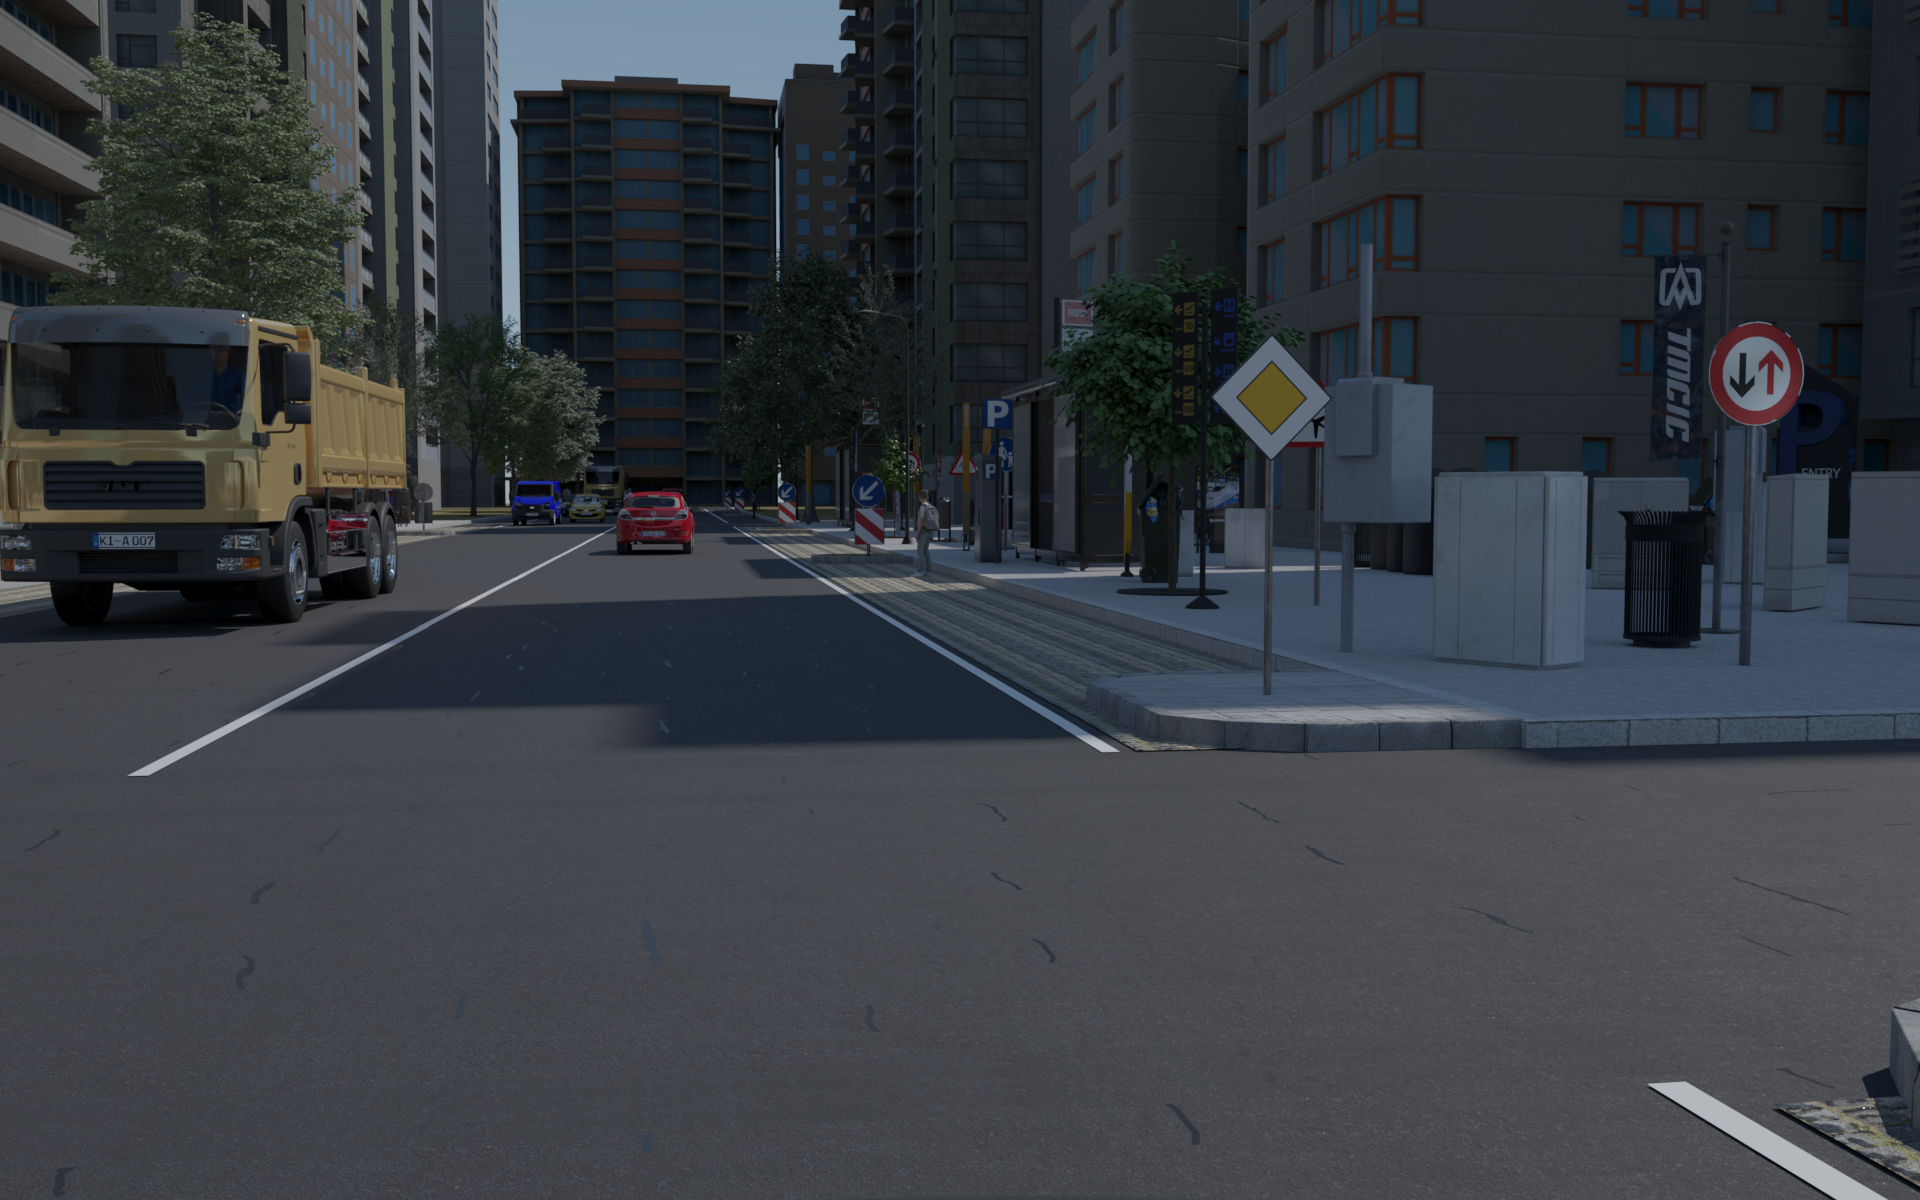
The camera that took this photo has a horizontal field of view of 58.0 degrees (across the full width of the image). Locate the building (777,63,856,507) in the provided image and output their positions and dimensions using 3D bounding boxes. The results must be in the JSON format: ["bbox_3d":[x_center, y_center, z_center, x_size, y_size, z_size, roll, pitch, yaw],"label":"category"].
[{"bbox_3d":[-11.802,-32.693,184.635,14.200,45.320,14.600,-1,4,-9],"label":"building"}]

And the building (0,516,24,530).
[{"bbox_3d":[-39.781,-26.103,50.481,21.300,48.544,21.600,-1,4,-9],"label":"building"}]

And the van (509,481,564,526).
[{"bbox_3d":[-19.547,-4.633,80.135,2.240,2.365,5.245,-1,4,-8],"label":"van"}]

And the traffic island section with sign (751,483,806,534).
[{"bbox_3d":[-6.455,-3.328,63.034,1.989,1.847,2.006,-1,4,-9],"label":"traffic island section with sign"}]

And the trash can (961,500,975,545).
[{"bbox_3d":[0.388,-1.952,43.576,0.748,1.137,0.748,0,3,0],"label":"trash can"}]

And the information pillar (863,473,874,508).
[{"bbox_3d":[-3.251,-3.482,61.416,0.304,2.012,0.304,1,4,14],"label":"information pillar"}]

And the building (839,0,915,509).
[{"bbox_3d":[1.816,-29.707,140.329,22.147,44.769,28.867,-1,4,-9],"label":"building"}]

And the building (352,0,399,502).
[{"bbox_3d":[-45.830,-26.400,115.236,14.154,41.232,14.086,-1,4,-9],"label":"building"}]

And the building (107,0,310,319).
[{"bbox_3d":[-41.452,-19.297,87.204,14.160,30.474,14.107,-1,4,-9],"label":"building"}]

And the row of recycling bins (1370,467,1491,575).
[{"bbox_3d":[7.557,-1.283,28.084,1.069,1.692,3.534,0,4,-7],"label":"row of recycling bins"}]

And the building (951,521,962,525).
[{"bbox_3d":[5.578,-18.810,79.242,14.160,30.474,14.107,-1,4,-9],"label":"building"}]

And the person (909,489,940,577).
[{"bbox_3d":[-0.626,-1.149,29.881,0.523,1.515,0.503,0,4,-7],"label":"person"}]

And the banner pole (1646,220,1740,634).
[{"bbox_3d":[6.778,-1.587,15.965,0.863,3.779,0.401,0,4,7],"label":"banner pole"}]

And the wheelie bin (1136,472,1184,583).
[{"bbox_3d":[2.923,-1.060,25.244,0.693,1.594,0.980,0,4,4],"label":"wheelie bin"}]

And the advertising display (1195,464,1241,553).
[{"bbox_3d":[5.580,-1.973,37.469,0.974,1.923,0.123,0,4,7],"label":"advertising display"}]

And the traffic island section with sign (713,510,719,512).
[{"bbox_3d":[-18.758,-7.964,138.831,1.989,1.847,2.006,-1,4,-9],"label":"traffic island section with sign"}]

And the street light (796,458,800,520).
[{"bbox_3d":[-8.588,-6.902,85.384,1.470,5.913,1.316,-1,4,-9],"label":"street light"}]

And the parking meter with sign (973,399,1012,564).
[{"bbox_3d":[0.555,-2.222,32.597,0.543,3.016,1.738,-1,4,-9],"label":"parking meter with sign"}]

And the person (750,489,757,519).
[{"bbox_3d":[-12.171,-5.646,101.529,0.721,1.735,1.217,-1,4,-12],"label":"person"}]

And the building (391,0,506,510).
[{"bbox_3d":[-62.101,-38.949,178.823,28.212,58.520,21.231,-1,4,-9],"label":"building"}]

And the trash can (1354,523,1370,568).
[{"bbox_3d":[7.131,-1.148,30.420,0.748,1.137,0.748,0,3,0],"label":"trash can"}]

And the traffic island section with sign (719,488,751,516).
[{"bbox_3d":[-14.432,-6.336,112.224,1.989,1.847,2.006,-1,4,-9],"label":"traffic island section with sign"}]

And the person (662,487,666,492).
[{"bbox_3d":[-15.638,-5.083,91.585,0.705,1.826,1.348,1,4,9],"label":"person"}]

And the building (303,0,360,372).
[{"bbox_3d":[-43.827,-27.586,101.135,14.600,45.320,14.200,-1,4,-9],"label":"building"}]

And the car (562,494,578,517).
[{"bbox_3d":[-24.078,-6.031,108.397,2.009,1.686,4.222,0,4,-7],"label":"car"}]

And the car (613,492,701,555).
[{"bbox_3d":[-7.474,-2.055,42.637,2.155,1.783,4.494,0,4,-8],"label":"car"}]

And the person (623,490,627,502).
[{"bbox_3d":[-26.931,-8.002,140.065,0.721,1.736,1.217,0,4,8],"label":"person"}]

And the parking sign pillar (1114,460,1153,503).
[{"bbox_3d":[5.106,-3.824,50.987,1.447,3.967,1.447,-3,4,-36],"label":"parking sign pillar"}]

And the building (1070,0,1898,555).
[{"bbox_3d":[20.034,-12.659,52.020,27.650,21.520,28.899,-1,4,-9],"label":"building"}]

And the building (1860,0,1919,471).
[{"bbox_3d":[26.916,-21.183,29.935,14.086,41.232,14.154,-1,4,-9],"label":"building"}]

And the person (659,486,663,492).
[{"bbox_3d":[-15.975,-5.174,92.721,1.348,1.869,0.705,-1,4,-11],"label":"person"}]

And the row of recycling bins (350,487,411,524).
[{"bbox_3d":[-25.438,-4.109,74.297,3.534,1.692,1.069,-1,4,-23],"label":"row of recycling bins"}]

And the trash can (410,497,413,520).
[{"bbox_3d":[-25.821,-4.218,80.619,0.748,1.137,0.748,0,3,0],"label":"trash can"}]

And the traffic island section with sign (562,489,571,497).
[{"bbox_3d":[-31.150,-7.878,137.430,1.989,1.847,2.006,-1,4,-9],"label":"traffic island section with sign"}]

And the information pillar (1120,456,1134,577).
[{"bbox_3d":[2.594,-2.164,26.730,0.183,3.616,0.504,0,4,2],"label":"information pillar"}]

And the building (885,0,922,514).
[{"bbox_3d":[6.266,-41.401,115.165,20.563,71.187,20.611,-1,4,-9],"label":"building"}]

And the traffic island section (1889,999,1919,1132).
[{"bbox_3d":[3.261,1.167,3.197,2.009,0.180,2.903,-1,4,-9],"label":"traffic island section"}]

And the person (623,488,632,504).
[{"bbox_3d":[-16.228,-4.642,85.334,0.756,1.711,0.436,-1,4,-17],"label":"person"}]

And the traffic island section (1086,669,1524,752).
[{"bbox_3d":[1.982,0.685,11.080,2.009,0.180,2.903,-1,4,-9],"label":"traffic island section"}]

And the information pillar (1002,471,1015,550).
[{"bbox_3d":[1.099,-2.181,40.156,0.304,2.012,0.304,-3,5,-42],"label":"information pillar"}]

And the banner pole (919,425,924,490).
[{"bbox_3d":[-1.457,-4.459,62.917,0.401,3.779,0.863,-2,4,-27],"label":"banner pole"}]

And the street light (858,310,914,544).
[{"bbox_3d":[-1.878,-4.368,43.958,1.470,5.913,1.316,-1,4,-9],"label":"street light"}]

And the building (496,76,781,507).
[{"bbox_3d":[-33.858,-32.421,184.707,28.867,44.769,22.147,-1,4,-9],"label":"building"}]

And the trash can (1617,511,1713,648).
[{"bbox_3d":[5.923,-0.180,14.590,0.748,1.137,0.748,0,3,0],"label":"trash can"}]

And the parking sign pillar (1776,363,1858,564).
[{"bbox_3d":[16.070,-2.694,32.514,1.447,3.967,1.447,-3,5,-45],"label":"parking sign pillar"}]

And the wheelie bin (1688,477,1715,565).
[{"bbox_3d":[13.751,-1.452,31.641,0.693,1.594,0.980,0,4,-1],"label":"wheelie bin"}]

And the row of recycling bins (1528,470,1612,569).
[{"bbox_3d":[9.655,-1.421,30.339,3.534,1.692,1.069,2,4,25],"label":"row of recycling bins"}]

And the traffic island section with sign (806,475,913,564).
[{"bbox_3d":[-2.088,-1.682,36.128,1.989,1.847,2.006,-1,4,-9],"label":"traffic island section with sign"}]

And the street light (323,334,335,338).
[{"bbox_3d":[-18.795,-4.750,50.201,1.470,5.913,1.316,-1,4,-9],"label":"street light"}]

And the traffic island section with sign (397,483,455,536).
[{"bbox_3d":[-18.584,-3.141,59.991,1.989,1.847,2.006,-1,4,-9],"label":"traffic island section with sign"}]
